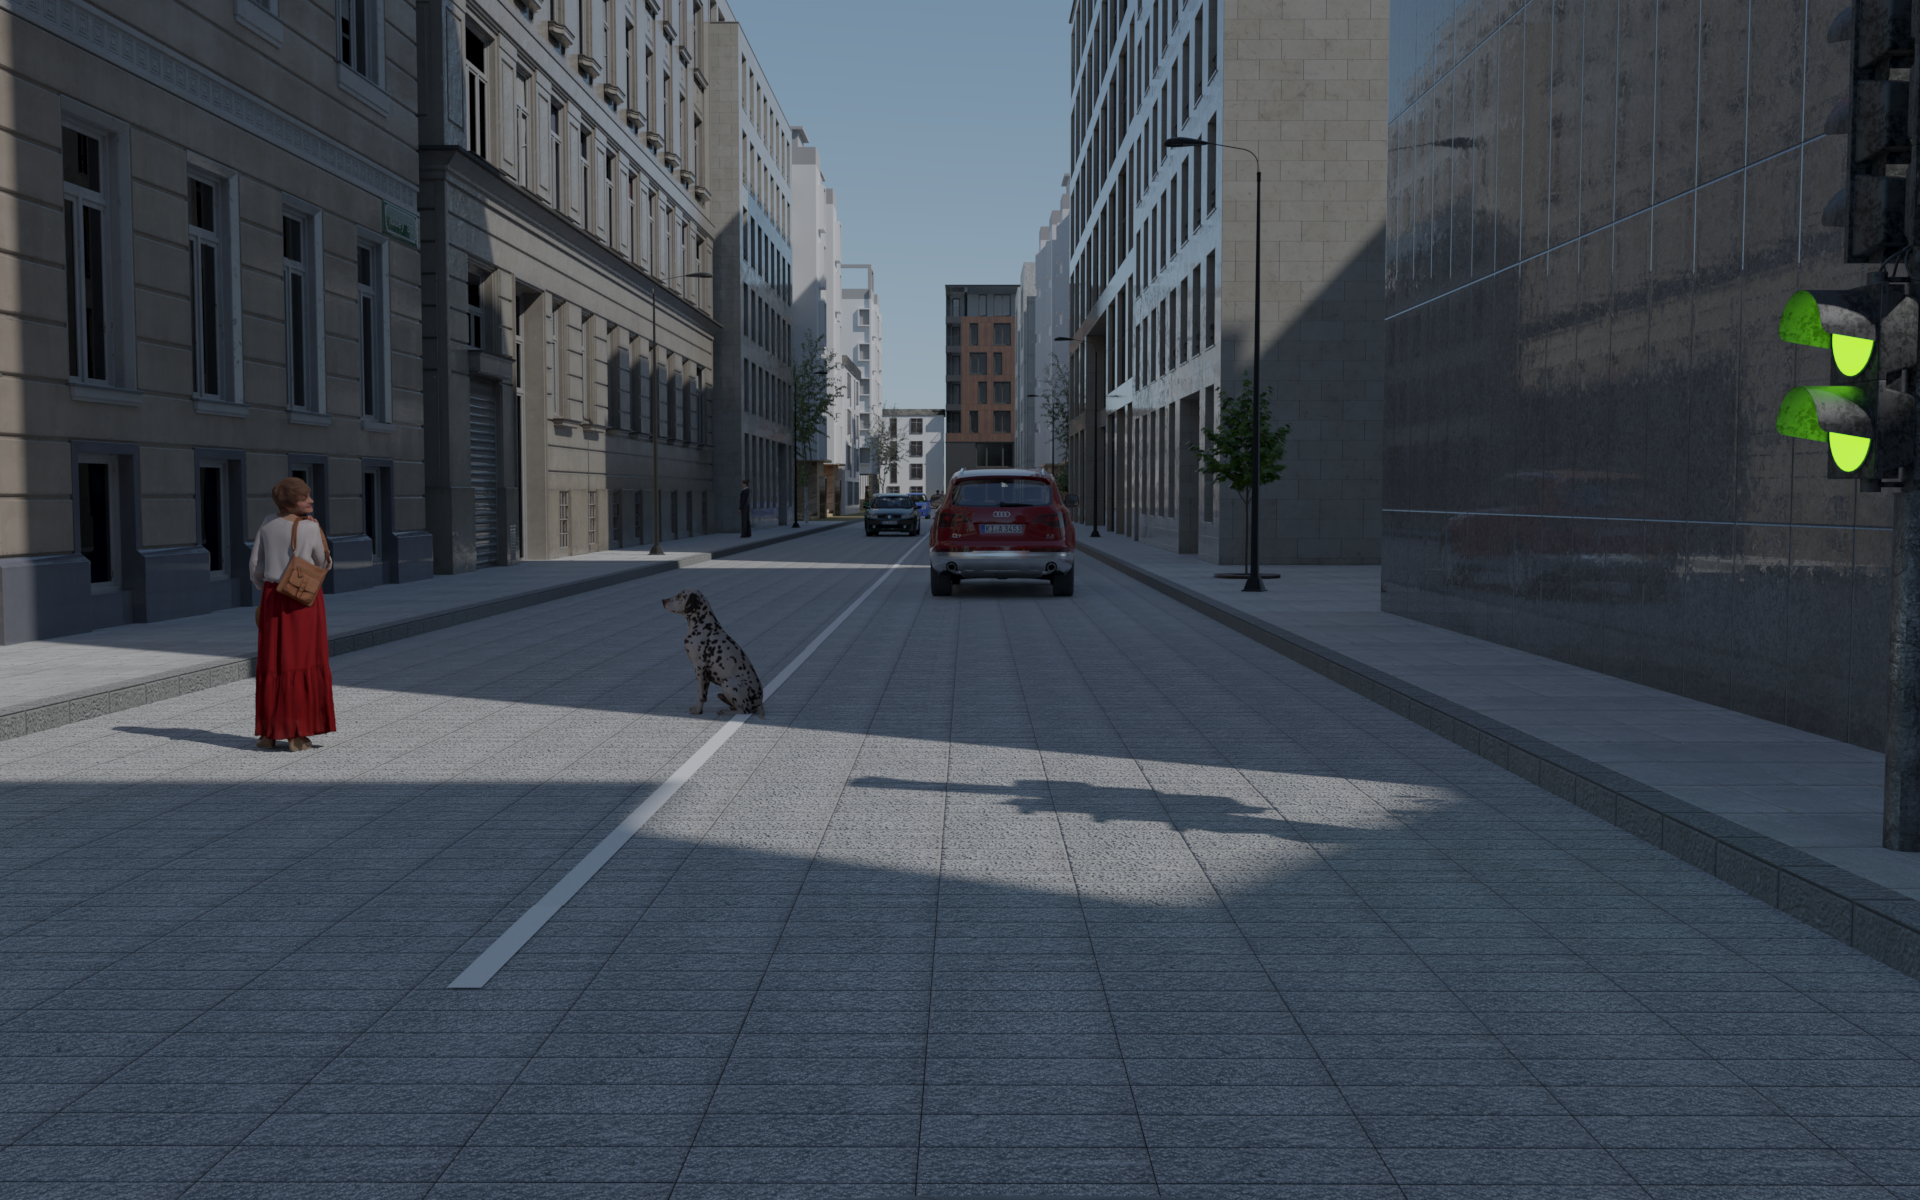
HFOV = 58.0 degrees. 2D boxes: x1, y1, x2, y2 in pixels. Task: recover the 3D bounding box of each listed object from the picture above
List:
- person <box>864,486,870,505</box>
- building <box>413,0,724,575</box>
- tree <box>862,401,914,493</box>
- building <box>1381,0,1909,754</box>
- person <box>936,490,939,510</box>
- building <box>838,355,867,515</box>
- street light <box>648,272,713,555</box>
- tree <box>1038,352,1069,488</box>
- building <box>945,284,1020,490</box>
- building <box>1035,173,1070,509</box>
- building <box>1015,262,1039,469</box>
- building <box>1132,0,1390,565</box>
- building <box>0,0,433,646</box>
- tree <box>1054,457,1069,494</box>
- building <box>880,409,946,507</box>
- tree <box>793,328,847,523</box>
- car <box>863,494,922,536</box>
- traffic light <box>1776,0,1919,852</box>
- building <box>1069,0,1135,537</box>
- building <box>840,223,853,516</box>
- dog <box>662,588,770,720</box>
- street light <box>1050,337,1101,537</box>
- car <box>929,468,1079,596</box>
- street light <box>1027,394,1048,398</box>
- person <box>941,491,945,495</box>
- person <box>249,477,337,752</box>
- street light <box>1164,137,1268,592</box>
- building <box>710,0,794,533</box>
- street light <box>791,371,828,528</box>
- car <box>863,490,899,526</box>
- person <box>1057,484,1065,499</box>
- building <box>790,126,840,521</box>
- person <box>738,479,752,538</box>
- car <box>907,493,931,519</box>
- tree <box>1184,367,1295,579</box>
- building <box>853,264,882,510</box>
[{"bbox_3d":[-5.780,-6.250,108.318,0.705,1.812,1.348,0,4,-6],"label":"person"},{"bbox_3d":[-15.224,-12.705,41.005,16.112,22.955,30.059,0,4,0],"label":"building"},{"bbox_3d":[-5.952,-11.408,136.882,4.360,8.622,3.978,0,3,0],"label":"tree"},{"bbox_3d":[14.525,-11.878,12.225,19.932,24.808,12.078,0,4,0],"label":"building"},{"bbox_3d":[-1.485,-6.891,121.996,1.217,1.723,0.721,3,5,39],"label":"person"},{"bbox_3d":[-11.292,-10.795,118.637,9.099,9.664,28.070,0,4,0],"label":"building"},{"bbox_3d":[-5.861,-3.903,36.355,1.470,5.913,1.316,0,4,0],"label":"street light"},{"bbox_3d":[5.631,-8.230,84.931,4.360,8.622,3.978,0,3,0],"label":"tree"},{"bbox_3d":[14.903,-20.519,179.458,32.646,21.610,27.936,0,4,0],"label":"building"},{"bbox_3d":[12.773,-15.385,107.961,16.016,20.091,11.380,0,4,0],"label":"building"},{"bbox_3d":[13.267,-16.776,140.748,16.747,18.905,31.486,0,4,0],"label":"building"},{"bbox_3d":[9.902,-11.267,38.965,10.420,20.320,16.860,0,4,0],"label":"building"},{"bbox_3d":[-14.275,-14.060,15.782,13.634,28.700,20.117,0,4,0],"label":"building"},{"bbox_3d":[5.545,-5.800,89.425,1.663,3.219,1.824,0,3,0],"label":"tree"},{"bbox_3d":[-15.500,-14.022,171.408,28.070,9.664,9.099,0,4,0],"label":"building"},{"bbox_3d":[-7.002,-7.691,76.116,4.737,8.622,4.395,0,3,0],"label":"tree"},{"bbox_3d":[-2.297,-3.056,59.754,2.009,1.686,4.222,0,4,2],"label":"car"},{"bbox_3d":[3.404,-1.034,6.157,0.839,4.213,0.868,0,4,0],"label":"traffic light"},{"bbox_3d":[14.652,-15.884,64.217,19.350,26.468,34.151,0,4,0],"label":"building"},{"bbox_3d":[-14.674,-14.815,98.647,16.016,20.091,11.380,0,4,0],"label":"building"},{"bbox_3d":[-1.488,0.344,11.215,0.800,0.831,0.513,3,5,44],"label":"dog"},{"bbox_3d":[3.481,-4.818,51.315,1.470,5.913,1.316,0,4,0],"label":"street light"},{"bbox_3d":[0.656,-1.050,25.848,2.281,1.827,5.304,0,4,2],"label":"car"},{"bbox_3d":[3.805,-6.624,80.845,1.470,5.913,1.316,0,4,0],"label":"street light"},{"bbox_3d":[-1.419,-7.765,136.398,0.436,1.711,0.756,-3,5,-43],"label":"person"},{"bbox_3d":[-3.765,0.076,9.718,0.523,1.526,0.387,1,4,19],"label":"person"},{"bbox_3d":[3.348,-3.068,22.698,1.470,5.913,1.316,0,4,0],"label":"street light"},{"bbox_3d":[-12.276,-12.828,64.486,10.420,20.320,16.860,0,4,0],"label":"building"},{"bbox_3d":[-5.688,-5.690,65.570,1.470,5.913,1.316,0,4,0],"label":"street light"},{"bbox_3d":[-2.911,-3.757,70.224,1.959,1.807,4.718,0,4,0],"label":"car"},{"bbox_3d":[4.860,-4.812,85.166,0.568,1.767,0.683,1,4,16],"label":"person"},{"bbox_3d":[-14.664,-14.120,87.288,16.016,20.091,11.380,0,4,0],"label":"building"},{"bbox_3d":[-6.384,-2.702,51.017,0.445,1.727,0.742,-1,4,-19],"label":"person"},{"bbox_3d":[-2.575,-5.482,99.227,1.945,1.707,3.694,0,4,1],"label":"car"},{"bbox_3d":[4.263,-1.951,26.494,1.663,3.219,1.824,0,3,0],"label":"tree"},{"bbox_3d":[-12.594,-17.913,149.300,11.380,20.091,16.016,0,4,0],"label":"building"}]
